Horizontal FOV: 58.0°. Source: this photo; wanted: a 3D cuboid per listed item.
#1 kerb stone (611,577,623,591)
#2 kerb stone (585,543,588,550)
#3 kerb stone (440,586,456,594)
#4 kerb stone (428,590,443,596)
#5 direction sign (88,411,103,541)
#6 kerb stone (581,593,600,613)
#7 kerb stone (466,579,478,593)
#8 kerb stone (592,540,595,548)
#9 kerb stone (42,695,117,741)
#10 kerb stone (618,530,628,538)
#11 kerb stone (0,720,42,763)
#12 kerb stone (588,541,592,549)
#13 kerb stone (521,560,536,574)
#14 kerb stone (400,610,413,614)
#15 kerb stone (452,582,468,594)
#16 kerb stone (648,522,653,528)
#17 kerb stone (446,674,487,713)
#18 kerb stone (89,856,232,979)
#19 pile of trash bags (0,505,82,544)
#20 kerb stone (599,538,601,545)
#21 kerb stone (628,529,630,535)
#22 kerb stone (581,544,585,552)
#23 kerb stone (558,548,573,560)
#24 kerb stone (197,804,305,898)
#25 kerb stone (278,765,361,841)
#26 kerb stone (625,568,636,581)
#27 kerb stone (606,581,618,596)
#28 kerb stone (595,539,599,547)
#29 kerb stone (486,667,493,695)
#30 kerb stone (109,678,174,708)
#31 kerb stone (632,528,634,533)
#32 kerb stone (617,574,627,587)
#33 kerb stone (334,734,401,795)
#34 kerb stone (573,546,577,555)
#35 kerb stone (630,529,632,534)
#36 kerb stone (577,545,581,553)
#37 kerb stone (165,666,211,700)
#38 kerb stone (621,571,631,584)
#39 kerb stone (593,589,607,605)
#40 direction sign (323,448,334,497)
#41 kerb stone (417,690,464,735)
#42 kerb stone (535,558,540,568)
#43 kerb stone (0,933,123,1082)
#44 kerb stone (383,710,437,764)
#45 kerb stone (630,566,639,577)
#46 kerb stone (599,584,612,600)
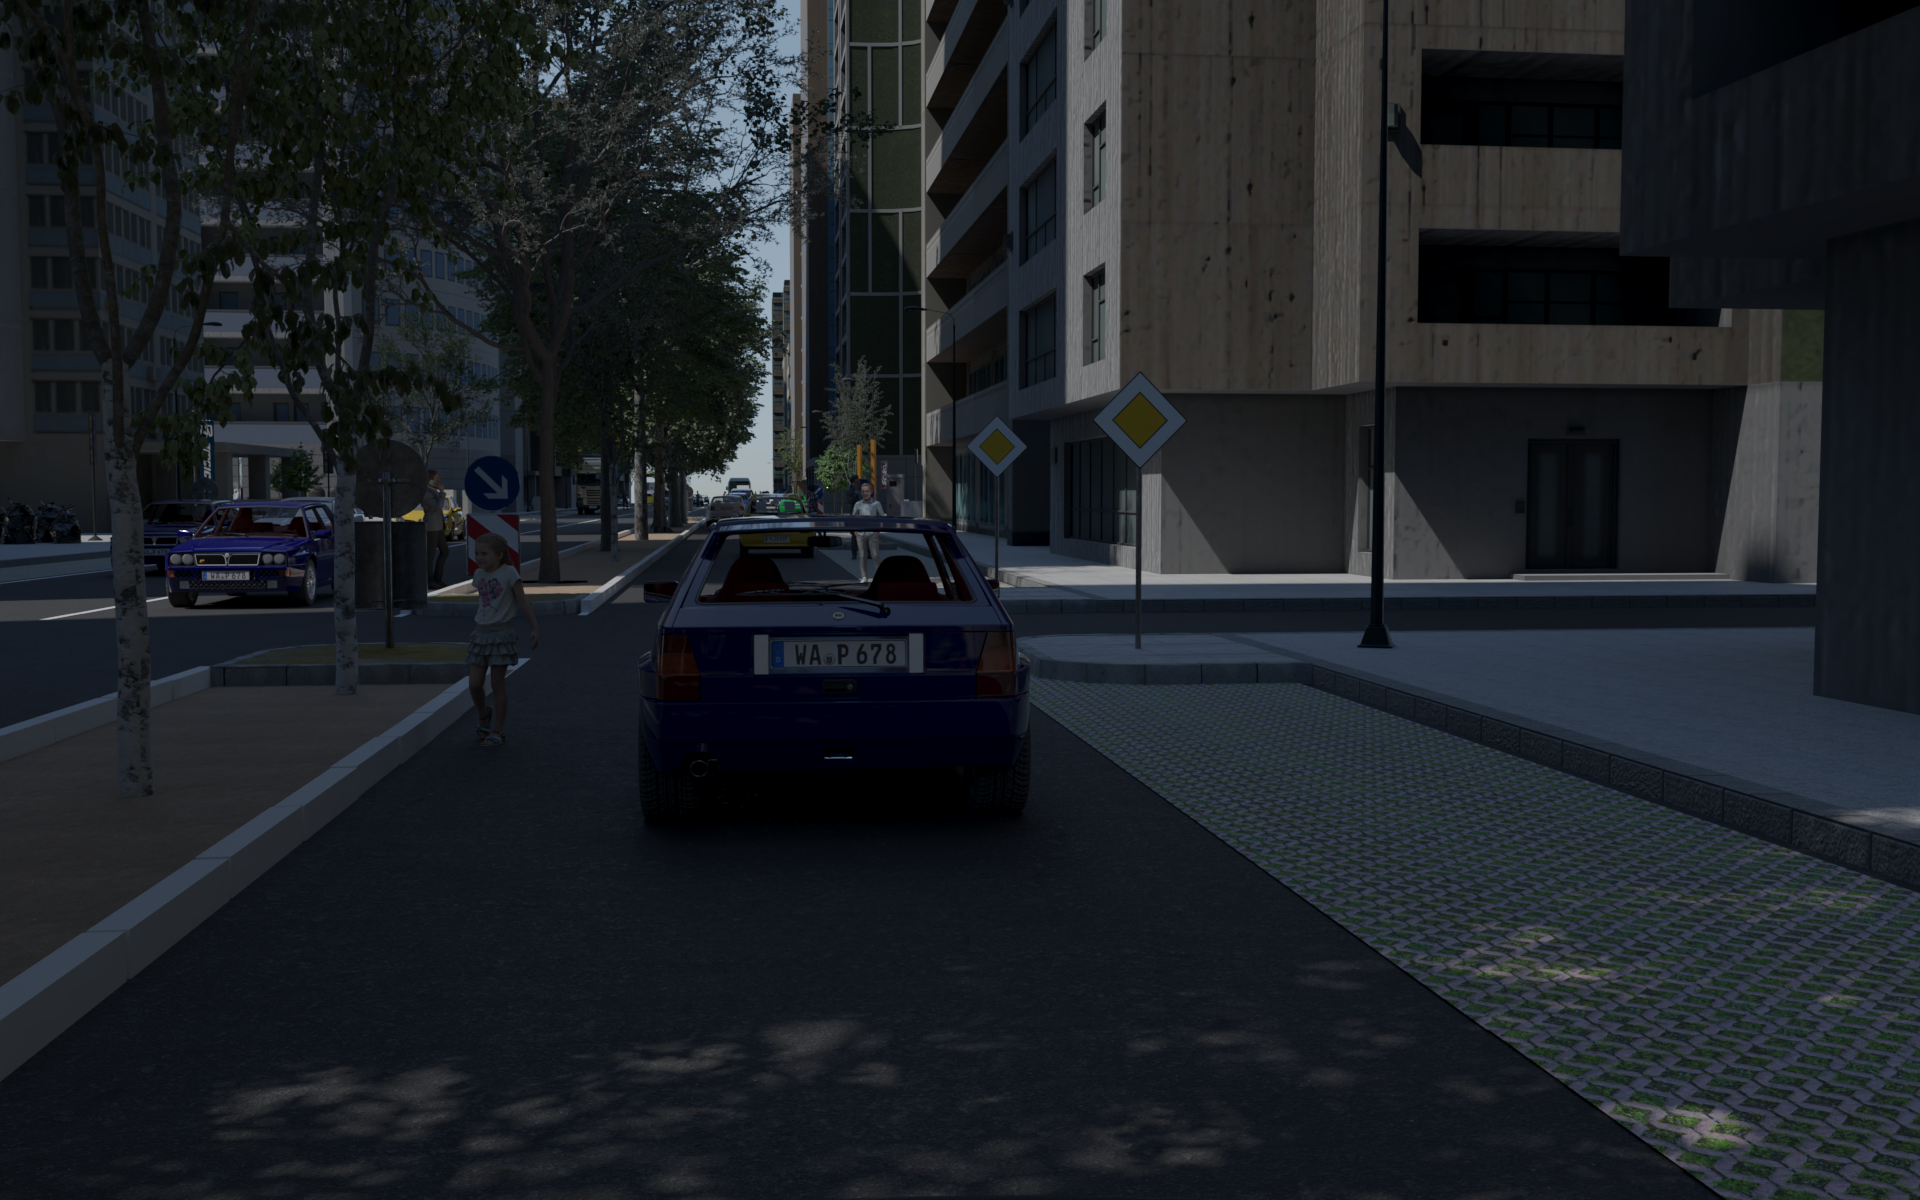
[{"bbox_3d":[-5.092,-0.200,25.459,0.120,0.150,1.000,0,4,-7],"label":"kerb stone"},{"bbox_3d":[-9.497,-1.302,43.482,0.120,0.150,1.000,0,4,-7],"label":"kerb stone"},{"bbox_3d":[-6.916,-0.056,23.152,0.120,0.150,1.000,0,4,-7],"label":"kerb stone"},{"bbox_3d":[-6.781,0.004,22.128,0.120,0.150,1.000,0,4,-7],"label":"kerb stone"},{"bbox_3d":[-23.812,-3.401,47.597,0.379,3.537,0.876,-1,4,-17],"label":"direction sign"},{"bbox_3d":[-4.575,0.049,21.389,0.120,0.150,1.000,0,4,-7],"label":"kerb stone"},{"bbox_3d":[-7.180,-0.179,25.199,0.120,0.150,1.000,0,4,-7],"label":"kerb stone"},{"bbox_3d":[-9.755,-1.426,45.512,0.120,0.150,1.000,0,4,-7],"label":"kerb stone"},{"bbox_3d":[-5.309,0.722,10.417,0.120,0.150,1.000,0,4,-7],"label":"kerb stone"},{"bbox_3d":[-11.430,-2.235,58.743,0.120,0.150,1.000,0,4,-7],"label":"kerb stone"},{"bbox_3d":[-5.174,0.782,9.404,0.120,0.150,1.000,0,4,-7],"label":"kerb stone"},{"bbox_3d":[-9.620,-1.364,44.497,0.120,0.150,1.000,0,4,-7],"label":"kerb stone"},{"bbox_3d":[-8.074,-0.618,32.306,0.120,0.150,1.000,0,4,-7],"label":"kerb stone"},{"bbox_3d":[-6.664,0.070,21.110,0.120,0.150,1.000,0,4,-7],"label":"kerb stone"},{"bbox_3d":[-7.047,-0.121,24.174,0.120,0.150,1.000,0,4,-7],"label":"kerb stone"},{"bbox_3d":[-13.886,-3.415,78.073,0.120,0.150,1.000,0,4,-7],"label":"kerb stone"},{"bbox_3d":[-3.351,0.642,11.698,0.120,0.150,1.000,0,4,-7],"label":"kerb stone"},{"bbox_3d":[-2.572,1.017,5.602,0.120,0.150,1.000,0,4,-7],"label":"kerb stone"},{"bbox_3d":[-24.596,-2.130,44.572,3.447,1.369,1.912,-3,4,-36],"label":"pile of trash bags"},{"bbox_3d":[-10.013,-1.548,47.549,0.120,0.150,1.000,0,4,-7],"label":"kerb stone"},{"bbox_3d":[-11.559,-2.297,59.757,0.120,0.150,1.000,0,4,-7],"label":"kerb stone"},{"bbox_3d":[-9.365,-1.240,42.469,0.120,0.150,1.000,0,4,-7],"label":"kerb stone"},{"bbox_3d":[-8.976,-1.052,39.417,0.120,0.150,1.000,0,4,-7],"label":"kerb stone"},{"bbox_3d":[-2.702,0.953,6.620,0.120,0.150,1.000,0,4,-7],"label":"kerb stone"},{"bbox_3d":[-2.827,0.892,7.635,0.120,0.150,1.000,0,4,-7],"label":"kerb stone"},{"bbox_3d":[-5.473,-0.386,28.511,0.120,0.150,1.000,0,4,-7],"label":"kerb stone"},{"bbox_3d":[-4.963,-0.135,24.443,0.120,0.150,1.000,0,4,-7],"label":"kerb stone"},{"bbox_3d":[-9.877,-1.488,46.526,0.120,0.150,1.000,0,4,-7],"label":"kerb stone"},{"bbox_3d":[-3.473,0.584,12.713,0.120,0.150,1.000,0,4,-7],"label":"kerb stone"},{"bbox_3d":[-5.430,0.658,11.432,0.120,0.150,1.000,0,4,-7],"label":"kerb stone"},{"bbox_3d":[-11.811,-2.422,61.788,0.120,0.150,1.000,0,4,-7],"label":"kerb stone"},{"bbox_3d":[-5.222,-0.262,26.473,0.120,0.150,1.000,0,4,-7],"label":"kerb stone"},{"bbox_3d":[-2.964,0.828,8.651,0.120,0.150,1.000,0,4,-7],"label":"kerb stone"},{"bbox_3d":[-9.105,-1.114,40.435,0.120,0.150,1.000,0,4,-7],"label":"kerb stone"},{"bbox_3d":[-11.686,-2.360,60.774,0.120,0.150,1.000,0,4,-7],"label":"kerb stone"},{"bbox_3d":[-9.239,-1.170,41.449,0.120,0.150,1.000,0,4,-7],"label":"kerb stone"},{"bbox_3d":[-5.553,0.600,12.450,0.120,0.150,1.000,0,4,-7],"label":"kerb stone"},{"bbox_3d":[-5.351,-0.324,27.487,0.120,0.150,1.000,0,4,-7],"label":"kerb stone"},{"bbox_3d":[-4.705,-0.011,22.407,0.120,0.150,1.000,0,4,-7],"label":"kerb stone"},{"bbox_3d":[-24.109,-4.534,66.132,0.379,3.537,0.876,0,4,3],"label":"direction sign"},{"bbox_3d":[-3.216,0.704,10.683,0.120,0.150,1.000,0,4,-7],"label":"kerb stone"},{"bbox_3d":[-8.208,-0.680,33.320,0.120,0.150,1.000,0,4,-7],"label":"kerb stone"},{"bbox_3d":[-2.447,1.079,4.587,0.120,0.150,1.000,0,4,-7],"label":"kerb stone"},{"bbox_3d":[-3.082,0.767,9.667,0.120,0.150,1.000,0,4,-7],"label":"kerb stone"},{"bbox_3d":[-5.612,-0.448,29.527,0.120,0.150,1.000,0,4,-7],"label":"kerb stone"},{"bbox_3d":[-4.836,-0.075,23.429,0.120,0.150,1.000,0,4,-7],"label":"kerb stone"}]
